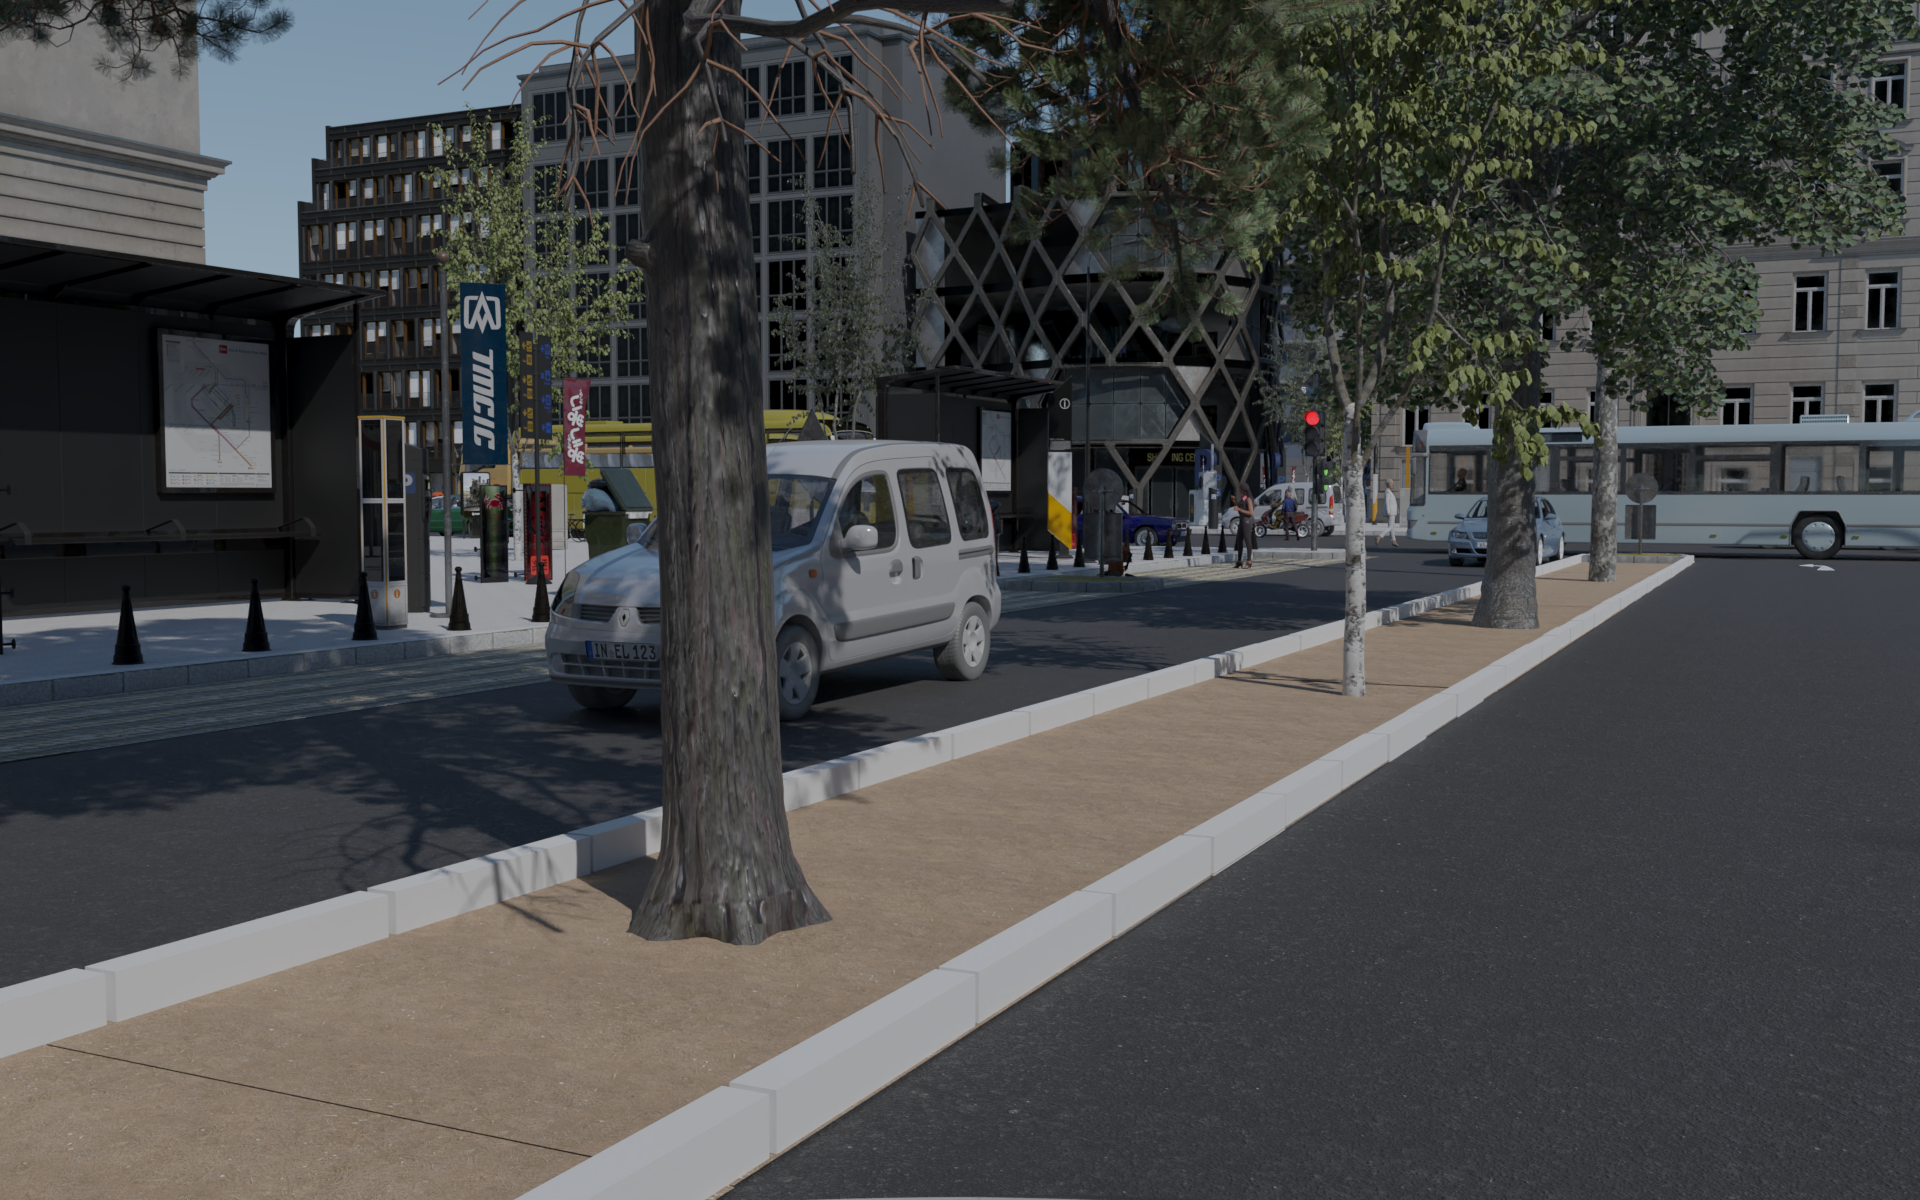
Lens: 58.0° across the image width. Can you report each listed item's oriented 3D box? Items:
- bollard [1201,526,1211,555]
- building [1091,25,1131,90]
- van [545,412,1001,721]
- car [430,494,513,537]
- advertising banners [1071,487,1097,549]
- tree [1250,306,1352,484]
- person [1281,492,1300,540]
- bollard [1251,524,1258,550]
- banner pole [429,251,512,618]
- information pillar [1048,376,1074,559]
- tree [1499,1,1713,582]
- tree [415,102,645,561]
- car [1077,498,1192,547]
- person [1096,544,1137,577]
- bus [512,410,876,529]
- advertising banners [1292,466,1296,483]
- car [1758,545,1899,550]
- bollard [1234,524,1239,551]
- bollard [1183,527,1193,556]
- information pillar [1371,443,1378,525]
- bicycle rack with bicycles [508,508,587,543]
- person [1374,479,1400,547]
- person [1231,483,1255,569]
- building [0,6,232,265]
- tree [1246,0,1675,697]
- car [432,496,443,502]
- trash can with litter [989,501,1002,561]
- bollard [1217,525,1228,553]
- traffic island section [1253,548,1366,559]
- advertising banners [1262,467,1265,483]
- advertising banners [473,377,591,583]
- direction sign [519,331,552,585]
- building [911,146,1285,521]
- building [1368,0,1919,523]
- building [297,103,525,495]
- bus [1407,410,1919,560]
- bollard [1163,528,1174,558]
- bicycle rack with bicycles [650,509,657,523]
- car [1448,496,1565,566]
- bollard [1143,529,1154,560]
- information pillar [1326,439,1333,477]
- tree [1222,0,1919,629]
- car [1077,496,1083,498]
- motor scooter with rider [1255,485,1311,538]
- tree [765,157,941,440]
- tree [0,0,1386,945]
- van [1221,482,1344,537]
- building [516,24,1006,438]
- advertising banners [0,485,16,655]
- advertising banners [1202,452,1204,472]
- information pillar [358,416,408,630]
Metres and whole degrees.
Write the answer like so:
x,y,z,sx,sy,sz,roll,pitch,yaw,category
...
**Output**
x,y,z,sx,sy,sz,roll,pitch,yaw,category
5.224,-1.271,36.819,0.229,0.601,0.229,0,3,0,bollard
25.463,-52.937,178.190,31.000,86.520,22.319,2,4,26,building
-1.197,-0.331,12.417,2.013,2.044,4.112,2,4,26,van
-16.426,-2.776,57.178,4.920,1.459,2.131,2,4,27,car
2.598,-2.696,40.263,0.090,3.025,2.074,3,4,37,advertising banners
13.021,-7.009,64.957,4.360,8.622,3.978,0,3,0,tree
10.241,-2.595,53.625,0.574,1.496,0.600,1,4,13,person
6.792,-1.469,40.061,0.229,0.601,0.229,0,3,0,bollard
-5.122,-1.716,18.069,0.863,3.779,0.401,-1,4,-21,banner pole
1.991,-2.629,34.334,0.504,3.616,0.183,-1,4,-11,information pillar
9.741,-10.431,28.896,12.611,20.169,13.585,0,3,0,tree
-8.315,-5.054,33.001,4.737,8.622,4.395,0,3,0,tree
3.989,-1.984,45.025,3.894,1.354,1.945,2,4,26,car
2.525,-0.738,28.845,0.859,0.850,0.655,3,5,44,person
-7.952,-3.721,52.380,12.252,3.916,2.896,2,4,26,bus
20.688,-6.923,109.384,0.090,3.025,2.074,3,5,41,advertising banners
22.795,-2.017,45.341,4.827,1.381,2.083,2,4,25,car
6.269,-1.403,38.974,0.229,0.601,0.229,0,3,0,bollard
4.703,-1.205,35.744,0.229,0.601,0.229,0,3,0,bollard
17.260,-4.931,71.972,0.183,3.616,0.504,2,4,25,information pillar
-10.676,-1.976,45.692,2.925,0.926,2.852,2,4,28,bicycle rack with bicycles
11.526,-2.344,46.708,0.818,1.842,0.514,-1,4,-9,person
5.356,-1.409,33.002,0.593,1.643,0.415,3,5,43,person
-31.295,-13.162,34.279,34.723,24.649,14.460,2,4,26,building
2.716,-3.605,11.754,4.737,8.622,4.395,0,3,0,tree
-20.494,-3.594,71.116,4.827,1.381,2.083,2,4,25,car
0.216,-1.115,29.619,1.055,1.170,0.624,3,5,43,trash can with litter
5.743,-1.337,37.896,0.229,0.601,0.229,0,3,0,bollard
7.995,-1.036,39.217,2.009,0.180,2.903,2,4,26,traffic island section
20.300,-7.030,111.128,2.074,3.025,0.090,3,4,36,advertising banners
-6.256,-1.794,25.513,0.090,3.025,2.074,3,5,41,advertising banners
-6.000,-1.992,24.568,0.379,3.537,0.876,1,4,14,direction sign
7.971,-13.493,88.068,16.811,18.784,16.820,2,4,26,building
31.334,-16.996,75.153,25.104,27.353,12.463,2,4,26,building
-29.348,-16.826,104.790,15.834,23.373,12.332,2,4,26,building
16.380,-2.764,40.050,13.247,3.499,2.948,2,4,27,bus
4.178,-1.139,34.666,0.229,0.601,0.229,0,3,0,bollard
-16.133,-4.298,83.649,2.852,0.926,2.925,-1,4,-9,bicycle rack with bicycles
11.255,-1.437,35.492,2.014,1.417,4.499,2,4,27,car
3.654,-1.073,33.584,0.229,0.601,0.229,0,3,0,bollard
15.748,-5.042,73.792,0.183,3.616,0.504,-1,4,-14,information pillar
5.895,-6.676,18.257,9.857,13.997,8.962,0,3,0,tree
3.051,-2.929,59.899,4.499,1.417,2.014,2,4,25,car
10.552,-2.908,56.506,1.986,1.779,0.876,2,4,25,motor scooter with rider
-2.537,-5.407,38.774,4.360,8.622,3.978,0,3,0,tree
-0.857,-4.950,5.447,6.751,12.117,7.091,0,3,0,tree
11.002,-3.197,59.277,4.112,2.044,2.013,2,4,26,van
-11.172,-18.531,96.489,24.014,27.812,14.314,2,4,26,building
-8.293,-1.032,13.054,0.090,3.025,2.074,3,5,42,advertising banners
10.042,-4.621,71.739,0.090,3.025,2.074,1,4,10,advertising banners
-5.473,-0.731,16.440,0.304,2.012,0.304,1,4,22,information pillar
